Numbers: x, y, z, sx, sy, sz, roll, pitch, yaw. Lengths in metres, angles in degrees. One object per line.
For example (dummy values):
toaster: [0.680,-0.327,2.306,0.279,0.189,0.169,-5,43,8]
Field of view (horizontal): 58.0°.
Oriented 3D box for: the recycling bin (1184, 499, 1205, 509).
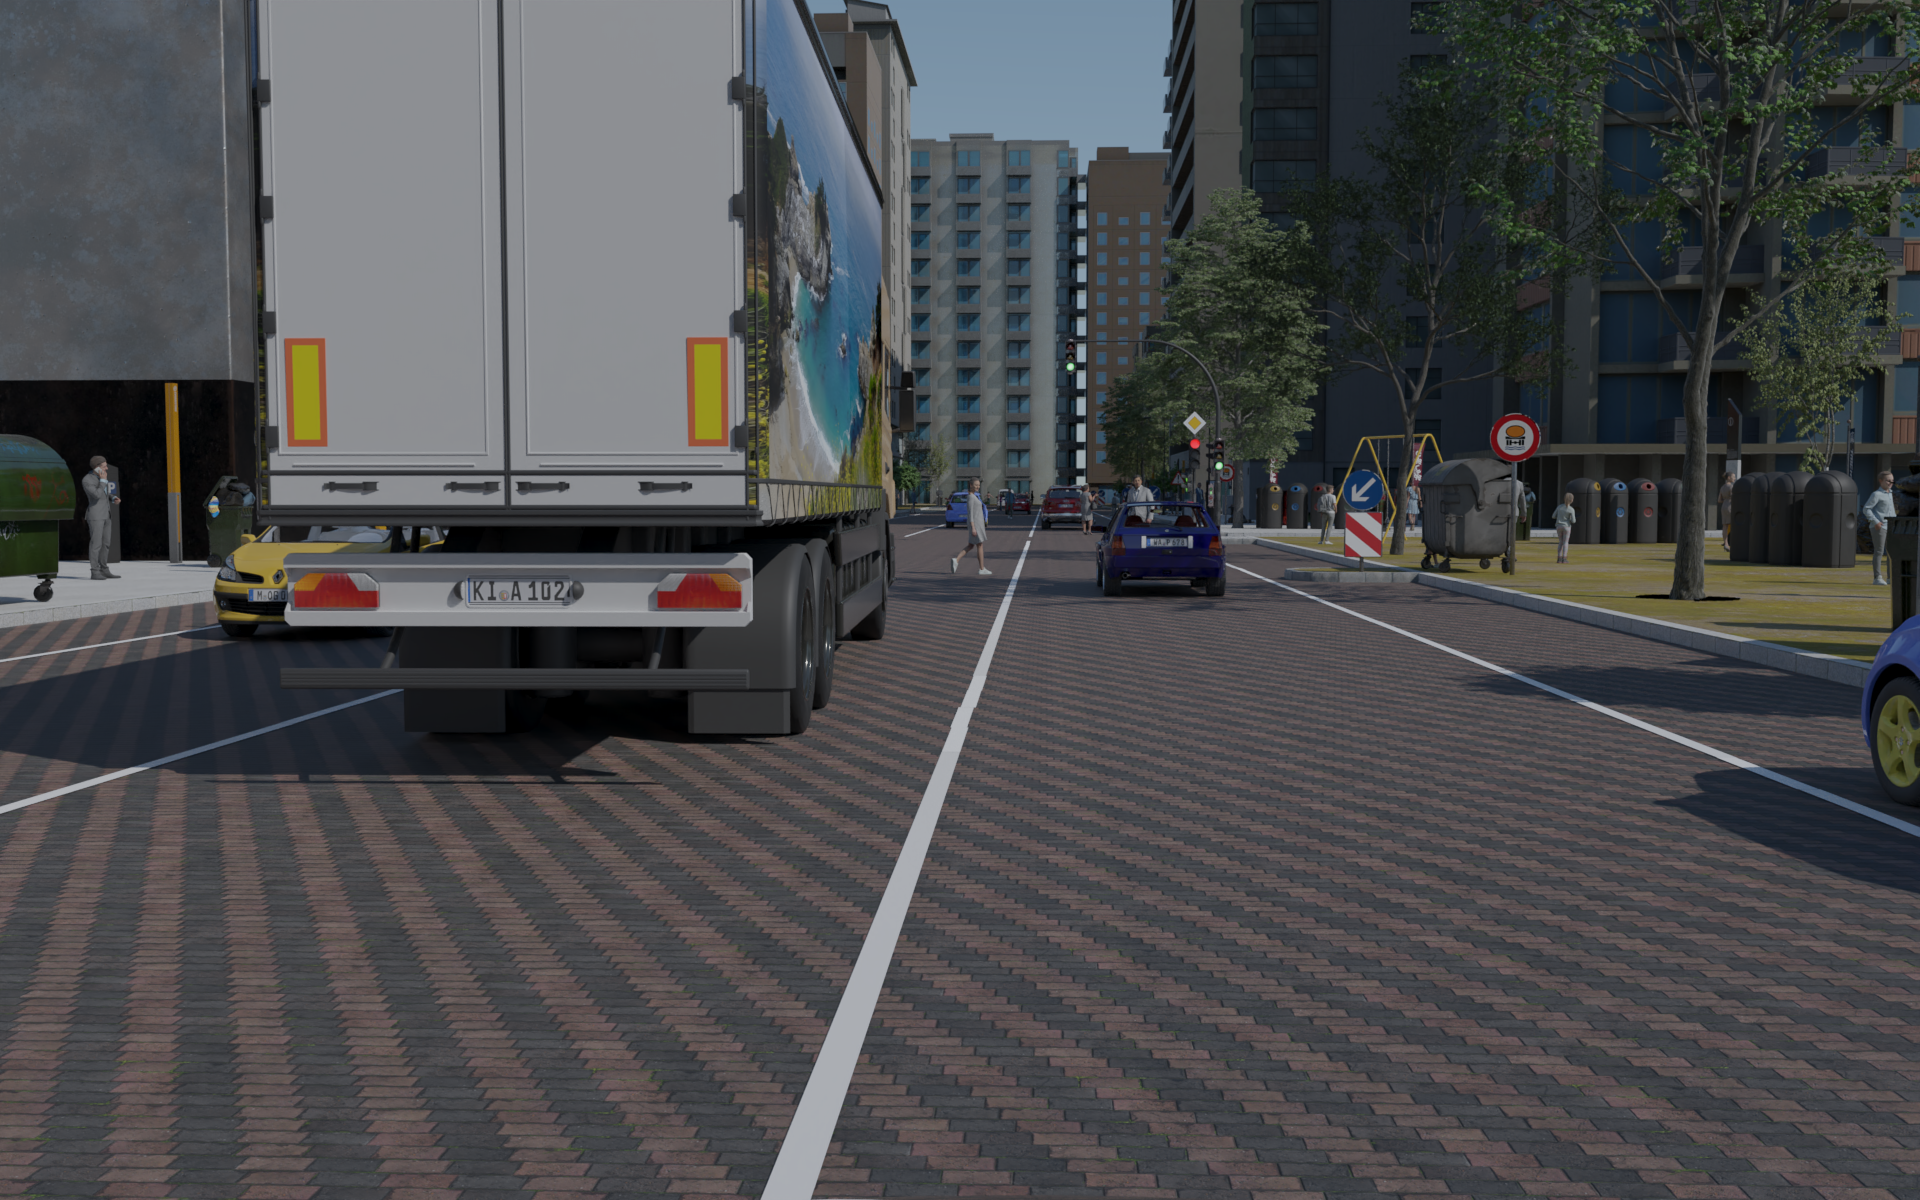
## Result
recycling bin: [11.021,-4.206,81.328,0.722,1.027,0.722,-2,4,-31]

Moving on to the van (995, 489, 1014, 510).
van: [4.190,-9.136,156.383,2.013,2.044,4.112,0,4,3]

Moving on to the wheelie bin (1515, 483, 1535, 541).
wheelie bin: [15.391,-2.434,47.696,0.980,1.594,0.693,-1,4,-14]

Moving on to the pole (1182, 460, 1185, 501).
pole: [13.477,-6.770,104.527,0.158,3.312,0.155,0,3,0]

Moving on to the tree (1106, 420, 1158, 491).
tree: [15.481,-12.354,152.352,4.737,8.622,4.395,0,3,0]

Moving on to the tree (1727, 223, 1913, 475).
tree: [23.243,-5.904,46.895,4.737,8.622,4.395,0,3,0]

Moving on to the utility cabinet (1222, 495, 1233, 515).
utility cabinet: [16.573,-5.798,105.955,1.020,1.237,0.306,0,4,-1]

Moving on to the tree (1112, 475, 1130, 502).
tree: [16.560,-11.342,180.041,1.663,3.219,1.824,0,3,0]

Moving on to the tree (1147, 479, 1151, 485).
tree: [13.214,-7.178,111.958,1.663,3.219,1.824,0,3,0]

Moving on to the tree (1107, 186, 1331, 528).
tree: [10.252,-8.974,64.860,7.486,12.596,7.792,0,3,0]

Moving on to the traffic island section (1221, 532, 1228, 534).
traffic island section: [7.987,-2.248,59.033,2.009,0.180,2.903,0,4,3]

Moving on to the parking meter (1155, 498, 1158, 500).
parking meter: [14.645,-7.410,129.563,0.372,1.533,0.369,0,3,0]

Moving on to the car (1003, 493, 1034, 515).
car: [4.106,-6.901,121.869,2.155,1.783,4.494,0,4,3]

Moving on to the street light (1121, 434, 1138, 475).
street light: [13.115,-9.840,133.429,1.470,5.913,1.316,0,4,3]

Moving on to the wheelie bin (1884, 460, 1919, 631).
wheelie bin: [9.021,-0.494,15.991,0.693,1.594,0.980,-1,4,-16]

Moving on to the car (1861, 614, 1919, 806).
car: [5.132,0.168,6.850,1.945,1.707,3.694,0,4,1]

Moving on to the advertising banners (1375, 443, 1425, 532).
advertising banners: [14.932,-3.832,58.845,2.074,3.025,0.090,-1,4,-22]

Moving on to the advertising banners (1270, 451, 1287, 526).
advertising banners: [13.343,-4.552,70.619,2.074,3.025,0.090,-2,4,-29]

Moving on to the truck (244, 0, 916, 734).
truck: [-1.985,-1.513,13.651,2.839,4.237,11.283,0,4,1]

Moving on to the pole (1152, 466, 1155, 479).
pole: [13.921,-8.016,124.900,0.158,3.312,0.155,0,3,0]

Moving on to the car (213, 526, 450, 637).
car: [-6.467,-0.512,18.601,2.015,1.641,3.980,0,4,4]

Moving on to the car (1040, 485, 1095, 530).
car: [4.423,-3.842,71.487,2.281,1.827,5.304,0,4,5]

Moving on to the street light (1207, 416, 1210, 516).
street light: [10.259,-6.271,75.066,1.470,5.913,1.316,0,4,3]

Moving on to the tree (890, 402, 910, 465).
tree: [-6.725,-10.806,127.041,4.360,8.622,3.978,0,3,0]

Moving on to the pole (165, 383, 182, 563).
pole: [-14.522,-2.333,31.986,0.158,3.312,0.155,0,3,0]

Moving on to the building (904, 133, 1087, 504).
building: [1.548,-37.492,232.599,30.456,49.044,23.786,0,4,3]

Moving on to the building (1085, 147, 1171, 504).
building: [23.682,-35.235,226.203,14.200,45.320,14.600,0,4,3]

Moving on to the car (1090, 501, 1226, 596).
car: [2.922,-0.799,25.650,1.945,1.354,3.894,0,4,2]

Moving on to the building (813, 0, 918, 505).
building: [-19.456,-36.974,193.759,27.495,52.752,28.713,0,4,3]

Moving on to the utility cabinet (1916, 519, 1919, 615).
utility cabinet: [8.045,-0.311,13.770,1.173,1.500,0.318,-3,4,-37]

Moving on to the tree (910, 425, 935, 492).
tree: [-4.583,-13.654,173.603,4.360,8.622,3.978,0,3,0]

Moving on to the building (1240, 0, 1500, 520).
building: [21.688,-19.557,91.454,14.160,30.474,14.107,0,4,3]

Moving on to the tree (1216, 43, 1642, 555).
tree: [9.329,-6.210,35.947,8.767,10.594,7.601,-1,4,-21]

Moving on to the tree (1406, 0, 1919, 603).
tree: [8.936,-5.799,20.577,9.928,11.665,9.643,0,3,0]

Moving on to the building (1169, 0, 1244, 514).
building: [25.902,-30.267,118.565,21.300,48.544,21.600,0,4,3]

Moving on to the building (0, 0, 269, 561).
building: [-21.756,-10.629,41.233,16.811,18.784,16.820,0,4,3]

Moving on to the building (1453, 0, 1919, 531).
building: [35.297,-25.311,68.455,28.867,44.769,22.147,0,4,3]

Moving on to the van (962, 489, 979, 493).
van: [0.818,-8.176,140.688,2.013,2.044,4.112,0,4,3]

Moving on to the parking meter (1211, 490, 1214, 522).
parking meter: [10.520,-3.847,71.308,0.372,1.533,0.369,0,3,0]

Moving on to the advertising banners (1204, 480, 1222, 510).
advertising banners: [14.520,-6.392,100.694,0.090,3.025,2.074,-3,5,-40]

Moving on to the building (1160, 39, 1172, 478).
building: [30.467,-33.126,161.217,23.786,49.044,30.456,0,4,3]

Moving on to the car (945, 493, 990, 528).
car: [0.305,-3.965,74.418,1.945,1.707,3.694,0,4,3]

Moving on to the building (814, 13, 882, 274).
building: [-15.031,-31.570,166.281,14.600,45.320,14.200,0,4,3]

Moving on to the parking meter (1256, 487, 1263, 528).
parking meter: [11.368,-3.485,65.391,0.372,1.533,0.369,0,3,0]

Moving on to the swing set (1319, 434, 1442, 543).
swing set: [11.690,-2.973,46.225,2.862,2.851,3.119,-1,4,-22]

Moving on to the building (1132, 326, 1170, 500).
building: [33.638,-21.205,191.742,27.650,21.520,28.899,0,4,3]

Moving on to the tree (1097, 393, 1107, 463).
tree: [14.940,-13.706,142.225,7.486,12.596,7.792,0,3,0]

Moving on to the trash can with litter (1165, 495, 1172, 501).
trash can with litter: [13.292,-5.887,107.316,2.233,1.210,1.678,0,4,5]

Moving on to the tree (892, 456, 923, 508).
tree: [-5.263,-11.027,164.001,4.285,4.588,4.351,0,3,0]

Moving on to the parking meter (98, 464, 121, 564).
parking meter: [-15.792,-1.612,32.074,0.255,1.863,0.399,1,4,18]

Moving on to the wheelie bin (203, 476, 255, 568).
wheelie bin: [-12.802,-1.376,30.412,0.693,1.594,0.980,0,4,-1]

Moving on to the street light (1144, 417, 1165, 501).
street light: [11.738,-8.051,104.179,1.470,5.913,1.316,0,4,3]

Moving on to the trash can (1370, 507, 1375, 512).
trash can: [31.182,-7.405,132.724,0.748,1.137,0.748,0,3,0]

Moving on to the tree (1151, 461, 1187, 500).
tree: [12.371,-6.466,100.317,1.663,3.219,1.824,0,3,0]

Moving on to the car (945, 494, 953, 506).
car: [-0.211,-8.374,145.957,2.155,1.783,4.494,0,4,1]

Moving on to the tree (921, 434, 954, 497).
tree: [-2.710,-15.617,205.694,4.737,8.622,4.395,0,3,0]
